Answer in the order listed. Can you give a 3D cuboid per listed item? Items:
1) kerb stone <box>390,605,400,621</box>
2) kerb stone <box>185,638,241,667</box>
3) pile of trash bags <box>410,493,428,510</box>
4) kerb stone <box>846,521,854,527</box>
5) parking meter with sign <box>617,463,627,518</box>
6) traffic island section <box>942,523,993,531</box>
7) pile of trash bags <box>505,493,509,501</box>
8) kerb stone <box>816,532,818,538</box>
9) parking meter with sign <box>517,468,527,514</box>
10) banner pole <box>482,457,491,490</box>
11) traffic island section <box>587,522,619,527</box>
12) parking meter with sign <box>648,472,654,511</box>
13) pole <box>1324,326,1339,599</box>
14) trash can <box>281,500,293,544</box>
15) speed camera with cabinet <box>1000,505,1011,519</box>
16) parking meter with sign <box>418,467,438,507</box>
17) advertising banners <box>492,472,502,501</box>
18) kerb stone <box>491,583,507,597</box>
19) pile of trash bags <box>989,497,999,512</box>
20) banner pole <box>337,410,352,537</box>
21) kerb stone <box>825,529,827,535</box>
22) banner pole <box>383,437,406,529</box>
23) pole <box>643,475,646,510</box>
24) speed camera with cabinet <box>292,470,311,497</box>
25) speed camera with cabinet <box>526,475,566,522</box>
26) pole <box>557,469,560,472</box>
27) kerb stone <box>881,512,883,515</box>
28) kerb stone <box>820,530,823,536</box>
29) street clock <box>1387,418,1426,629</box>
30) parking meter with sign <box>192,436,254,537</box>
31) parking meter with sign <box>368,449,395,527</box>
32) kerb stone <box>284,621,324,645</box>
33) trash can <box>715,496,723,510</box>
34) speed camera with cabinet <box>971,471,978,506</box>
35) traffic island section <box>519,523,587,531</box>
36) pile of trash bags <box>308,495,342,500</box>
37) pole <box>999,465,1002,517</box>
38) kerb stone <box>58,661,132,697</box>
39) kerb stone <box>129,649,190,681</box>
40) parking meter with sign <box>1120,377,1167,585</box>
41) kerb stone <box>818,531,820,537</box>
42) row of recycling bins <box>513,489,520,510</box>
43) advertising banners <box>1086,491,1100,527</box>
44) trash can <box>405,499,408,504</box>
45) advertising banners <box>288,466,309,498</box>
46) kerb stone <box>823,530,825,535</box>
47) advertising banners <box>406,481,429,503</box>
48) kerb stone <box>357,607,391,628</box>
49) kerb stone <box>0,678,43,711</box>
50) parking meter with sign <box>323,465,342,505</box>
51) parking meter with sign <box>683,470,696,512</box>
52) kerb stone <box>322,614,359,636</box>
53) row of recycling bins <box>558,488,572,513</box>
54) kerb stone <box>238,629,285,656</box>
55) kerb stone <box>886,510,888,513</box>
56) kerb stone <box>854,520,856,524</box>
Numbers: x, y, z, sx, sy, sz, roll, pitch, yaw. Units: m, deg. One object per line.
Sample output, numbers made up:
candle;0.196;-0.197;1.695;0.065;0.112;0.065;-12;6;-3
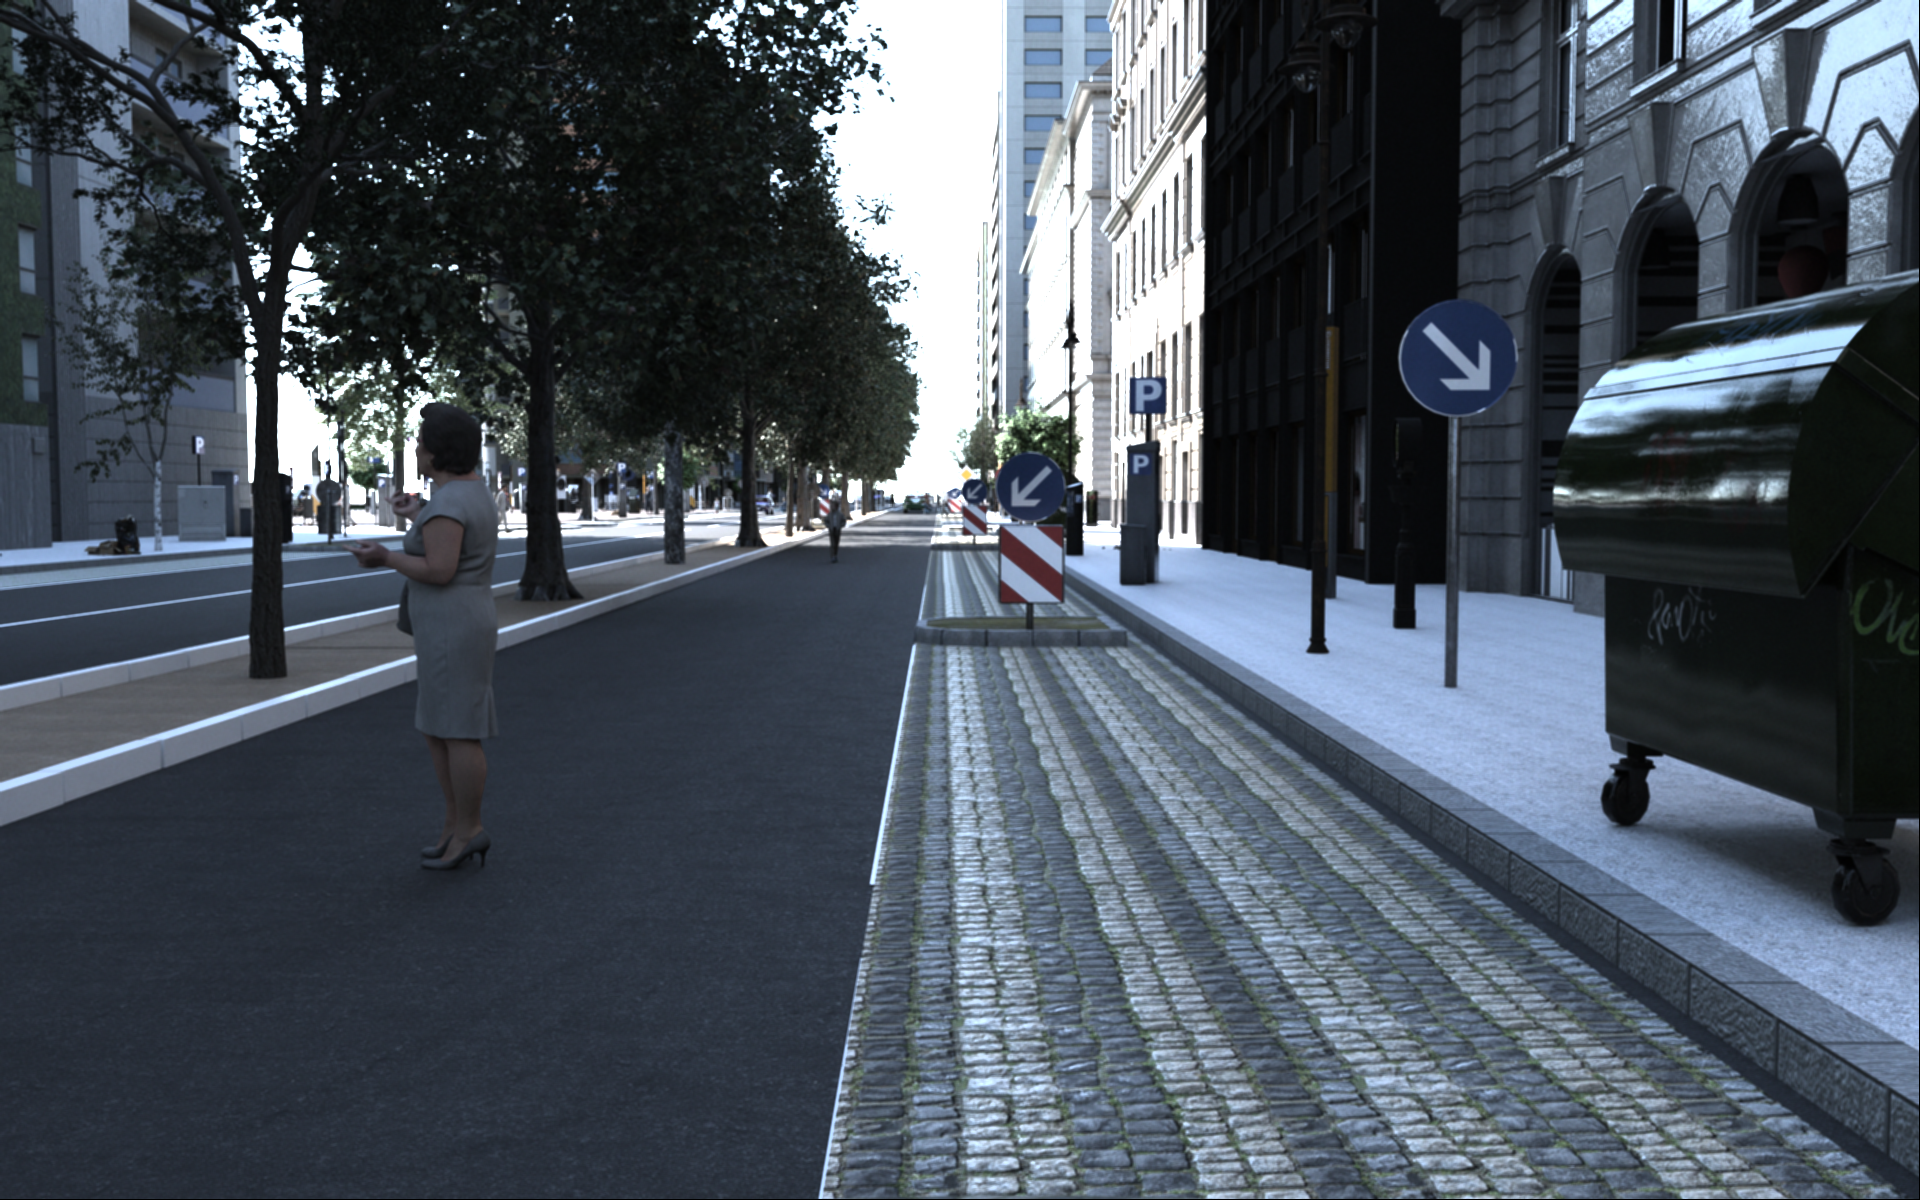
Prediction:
kerb stone;-6.441;0.146;19.819;0.120;0.150;1.000;0;4;-1
kerb stone;-6.380;0.459;14.690;0.120;0.150;1.000;0;4;-1
pile of trash bags;-35.396;-6.450;115.210;3.447;1.369;1.912;2;4;29
kerb stone;-5.000;-3.460;78.767;0.120;0.150;1.000;0;4;-1
parking meter with sign;-18.598;-6.060;95.349;0.543;3.016;1.738;-1;4;-11
traffic island section;0.304;-2.864;69.103;2.009;0.180;2.903;0;4;-1
pile of trash bags;-34.973;-7.245;128.212;3.447;1.369;1.912;1;4;11
kerb stone;-4.742;-2.041;55.679;0.120;0.150;1.000;0;4;-1
parking meter with sign;-28.799;-7.211;114.167;0.543;3.016;1.738;-1;4;-20
banner pole;-32.405;-7.849;118.352;0.863;3.779;0.401;2;4;28
traffic island section;-16.326;-3.341;76.909;2.009;0.180;2.903;0;4;-1
parking meter with sign;-23.374;-8.249;131.125;0.543;3.016;1.738;-1;4;-17
pole;4.526;-1.675;21.231;0.158;3.312;0.155;0;3;0
trash can;-17.672;-2.035;44.924;0.748;1.137;0.748;0;3;0
speed camera with cabinet;2.895;-5.837;89.770;0.660;3.252;2.038;-2;4;-35
parking meter with sign;-27.466;-5.780;90.760;1.738;3.016;0.543;-1;4;-16
advertising banners;-36.840;-8.615;137.039;2.074;3.025;0.090;3;5;41
kerb stone;-6.480;-0.103;23.918;0.120;0.150;1.000;0;4;-1
pile of trash bags;3.074;-7.058;125.156;1.912;1.369;3.447;0;4;0
banner pole;-18.465;-3.774;51.715;0.401;3.779;0.863;-3;4;-36
kerb stone;-4.786;-2.299;59.782;0.120;0.150;1.000;0;4;-1
banner pole;-21.067;-4.555;64.496;0.863;3.779;0.401;-1;4;-17
pole;-26.159;-9.158;143.574;0.158;3.312;0.155;0;3;0
speed camera with cabinet;-53.451;-8.916;140.112;2.038;3.252;0.660;0;4;1
speed camera with cabinet;-18.951;-5.197;79.312;0.660;3.252;2.038;2;4;31
pole;-32.960;-9.082;142.338;0.158;3.312;0.155;0;3;0
kerb stone;-5.407;-5.711;115.677;0.120;0.150;1.000;0;4;-1
kerb stone;-4.760;-2.172;57.732;0.120;0.150;1.000;0;4;-1
street clock;4.255;-0.731;16.527;0.358;2.002;0.471;0;4;7
parking meter with sign;-21.998;-3.402;51.889;1.738;3.016;0.543;0;4;6
parking meter with sign;-22.339;-4.362;67.572;0.543;3.016;1.738;1;4;14
kerb stone;-6.412;0.336;16.738;0.120;0.150;1.000;0;4;-1
trash can;-18.997;-7.641;136.576;0.748;1.137;0.748;0;3;0
speed camera with cabinet;1.482;-9.368;147.508;0.660;3.252;2.038;1;4;19
traffic island section;-16.237;-2.853;68.924;2.009;0.180;2.903;0;4;-1
pile of trash bags;-45.327;-6.940;123.213;3.447;1.369;1.912;-2;4;-33
pole;2.305;-6.404;98.546;0.158;3.312;0.155;0;3;0
kerb stone;-6.361;0.585;12.643;0.120;0.150;1.000;0;4;-1
kerb stone;-6.371;0.526;13.665;0.120;0.150;1.000;0;4;-1
parking meter with sign;2.631;-1.765;25.119;0.543;3.016;1.738;1;4;12
kerb stone;-4.748;-2.110;56.701;0.120;0.150;1.000;0;4;-1
row of recycling bins;-35.455;-8.365;143.887;1.069;1.692;3.534;3;5;42
advertising banners;4.430;-4.361;67.492;2.074;3.025;0.090;1;4;16
trash can;-44.411;-7.760;138.525;0.748;1.137;0.748;0;3;0
advertising banners;-42.230;-7.000;110.643;0.090;3.025;2.074;1;4;14
kerb stone;-4.776;-2.232;58.760;0.120;0.150;1.000;0;4;-1
advertising banners;-44.506;-8.911;141.880;2.074;3.025;0.090;-1;4;-13
kerb stone;-6.428;0.210;18.797;0.120;0.150;1.000;0;4;-1
kerb stone;-6.349;0.647;11.619;0.120;0.150;1.000;0;4;-1
parking meter with sign;-37.618;-6.589;103.991;0.543;3.016;1.738;0;4;2
parking meter with sign;-19.511;-7.753;123.029;1.738;3.016;0.543;3;5;45
kerb stone;-6.418;0.271;17.760;0.120;0.150;1.000;0;4;-1
row of recycling bins;-28.199;-6.881;119.623;3.534;1.692;1.069;1;4;13
kerb stone;-6.397;0.396;15.715;0.120;0.150;1.000;0;4;-1
kerb stone;-5.528;-6.345;125.942;0.120;0.150;1.000;0;4;-1
kerb stone;-5.004;-3.523;79.789;0.120;0.150;1.000;0;4;-1
